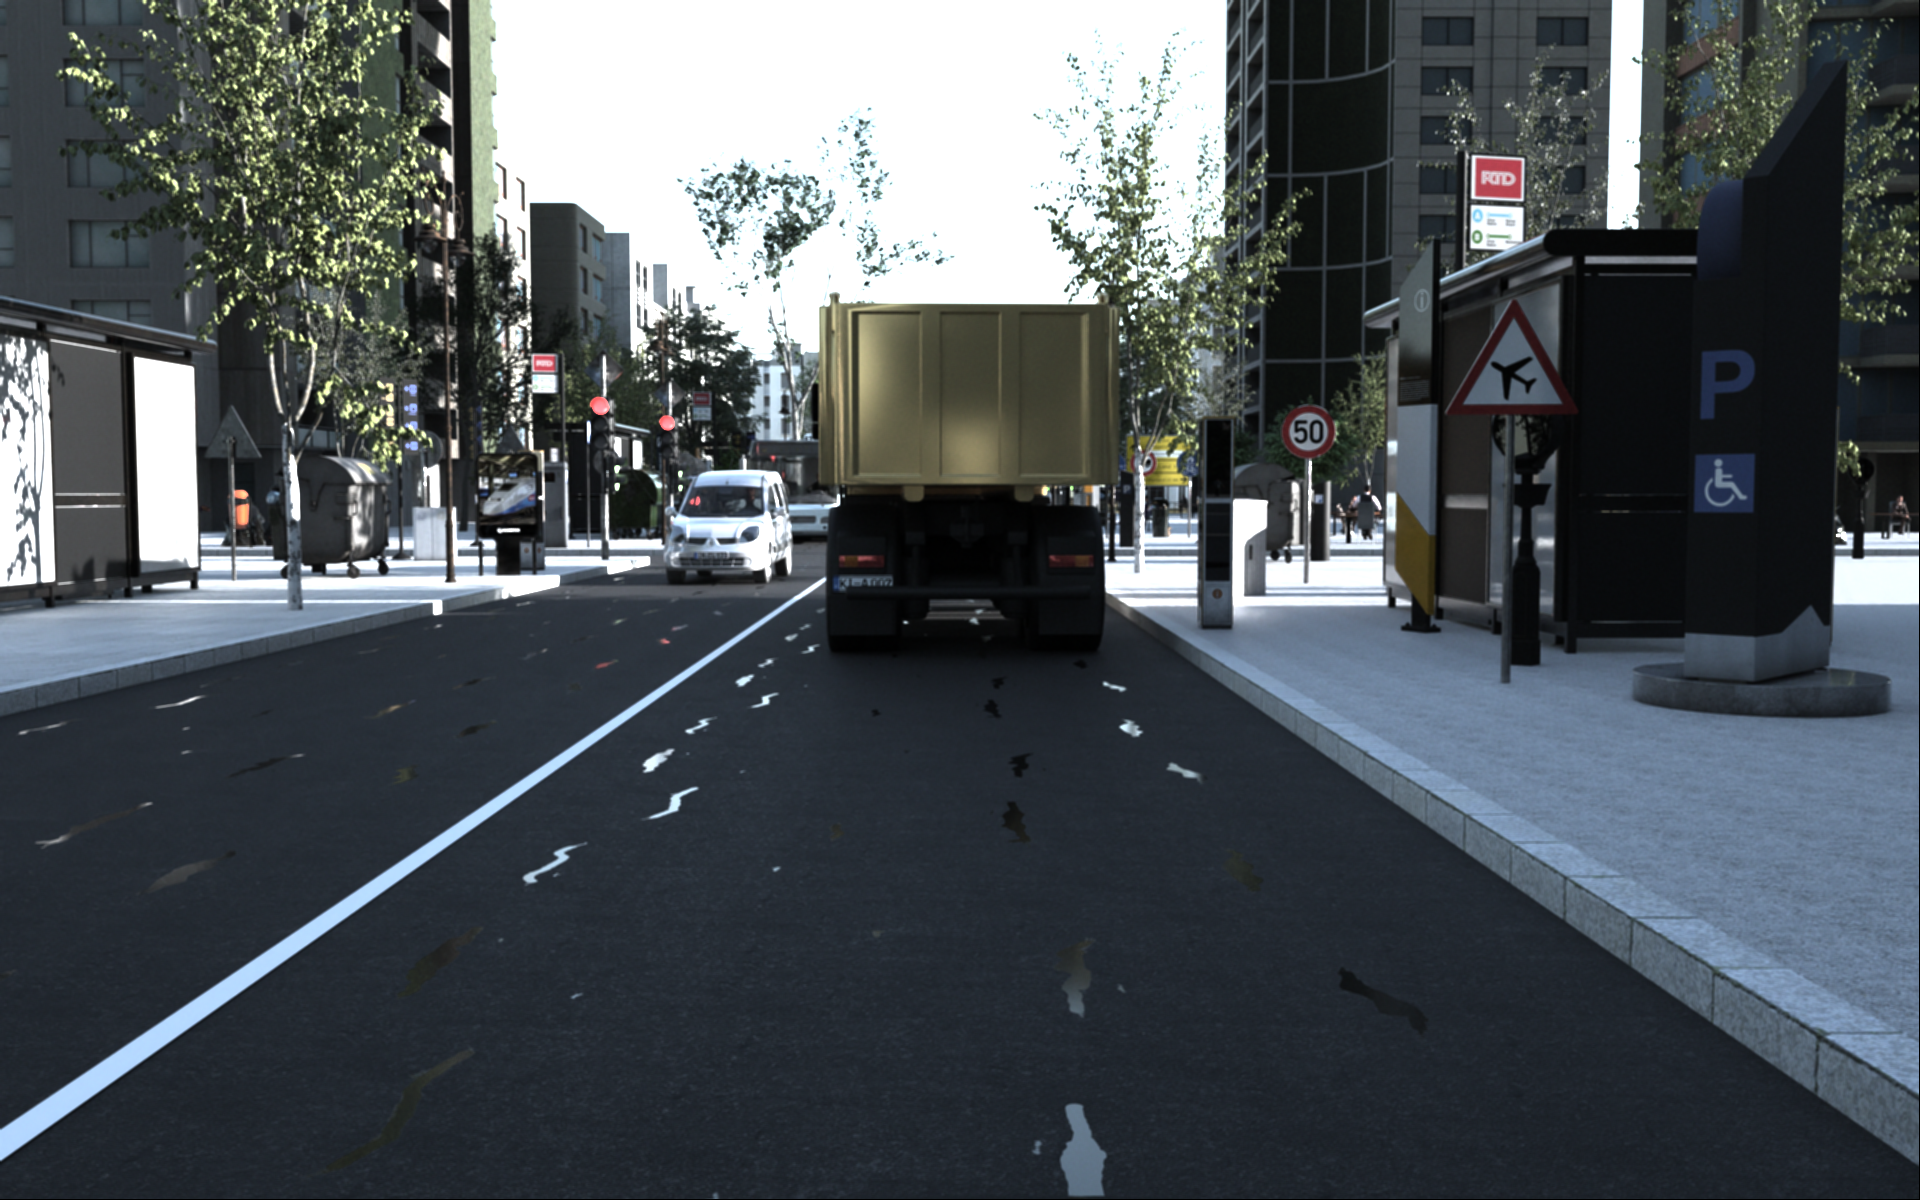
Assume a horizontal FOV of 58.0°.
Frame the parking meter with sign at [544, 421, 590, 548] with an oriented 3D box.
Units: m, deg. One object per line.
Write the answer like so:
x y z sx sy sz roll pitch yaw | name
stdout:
-9.697 -2.749 41.210 1.738 3.016 0.543 0 4 -6 | parking meter with sign

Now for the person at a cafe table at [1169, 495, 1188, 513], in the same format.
14.516 -6.419 115.813 1.726 1.238 1.698 -1 4 -9 | person at a cafe table

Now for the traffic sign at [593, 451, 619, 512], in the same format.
-9.703 -2.903 47.573 0.768 2.556 0.104 0 4 7 | traffic sign

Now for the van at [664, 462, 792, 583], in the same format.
-3.848 -1.353 29.141 2.013 2.044 4.112 0 4 2 | van

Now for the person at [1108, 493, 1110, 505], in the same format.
17.280 -11.650 198.963 1.348 1.826 0.705 -2 4 -25 | person

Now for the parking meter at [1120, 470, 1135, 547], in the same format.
4.077 -2.210 41.840 0.399 1.863 0.255 1 4 22 | parking meter

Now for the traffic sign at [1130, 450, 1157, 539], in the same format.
5.271 -3.044 49.869 0.768 2.556 0.104 0 4 3 | traffic sign

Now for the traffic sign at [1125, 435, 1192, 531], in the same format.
6.804 -4.005 59.351 2.265 3.308 0.079 0 4 3 | traffic sign

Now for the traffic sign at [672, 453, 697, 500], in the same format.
-8.515 -3.267 53.527 0.768 2.556 0.104 0 4 5 | traffic sign

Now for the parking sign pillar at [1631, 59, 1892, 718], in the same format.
4.903 -1.349 10.526 1.447 3.967 1.447 3 5 44 | parking sign pillar

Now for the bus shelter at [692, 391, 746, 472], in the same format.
-9.396 -5.681 70.523 2.179 5.291 8.768 0 4 0 | bus shelter

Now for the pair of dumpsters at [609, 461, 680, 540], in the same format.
-9.188 -2.915 50.156 1.574 2.255 4.437 0 4 -1 | pair of dumpsters

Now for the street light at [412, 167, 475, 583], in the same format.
-7.382 -3.189 24.925 0.468 5.910 1.993 0 4 0 | street light

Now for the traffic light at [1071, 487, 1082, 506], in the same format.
2.420 -2.747 33.836 0.839 4.253 0.868 0 4 0 | traffic light

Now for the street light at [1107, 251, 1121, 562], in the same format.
2.890 -3.671 32.806 0.468 5.910 1.993 0 4 0 | street light

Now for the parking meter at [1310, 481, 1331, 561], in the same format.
6.906 -1.515 33.176 0.372 1.533 0.369 0 3 0 | parking meter

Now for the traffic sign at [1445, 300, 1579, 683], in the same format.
3.704 -0.715 11.687 0.884 2.594 0.081 0 4 1 | traffic sign

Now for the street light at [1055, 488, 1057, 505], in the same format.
2.831 -4.782 50.969 0.468 5.910 1.993 0 4 0 | street light

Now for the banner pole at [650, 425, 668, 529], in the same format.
-10.961 -4.460 62.931 0.863 3.779 0.401 -2 4 -30 | banner pole

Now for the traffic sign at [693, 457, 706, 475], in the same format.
-9.186 -3.666 60.039 0.768 2.556 0.104 0 4 0 | traffic sign

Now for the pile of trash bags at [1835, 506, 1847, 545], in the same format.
20.701 -2.114 44.312 3.447 1.369 1.912 -1 4 -9 | pile of trash bags

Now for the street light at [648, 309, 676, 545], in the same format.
-7.428 -4.314 43.317 0.468 5.910 1.993 0 4 0 | street light

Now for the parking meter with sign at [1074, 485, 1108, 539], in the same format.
3.580 -3.244 49.303 1.738 3.016 0.543 -3 4 -38 | parking meter with sign

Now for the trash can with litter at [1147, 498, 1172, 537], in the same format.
5.972 -2.466 51.699 0.624 1.170 1.055 1 4 16 | trash can with litter

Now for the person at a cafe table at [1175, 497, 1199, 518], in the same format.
12.703 -5.151 92.733 1.622 1.524 1.698 -2 4 -32 | person at a cafe table

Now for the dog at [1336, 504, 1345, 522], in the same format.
17.743 -4.014 80.007 0.800 0.831 0.513 0 4 4 | dog

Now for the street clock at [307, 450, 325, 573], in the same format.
-10.503 -1.452 28.303 0.358 2.002 0.471 -1 4 -12 | street clock

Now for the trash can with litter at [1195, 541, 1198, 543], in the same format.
6.329 -1.914 42.676 1.055 1.170 0.624 1 4 21 | trash can with litter

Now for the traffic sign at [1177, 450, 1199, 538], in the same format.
6.686 -3.080 50.457 0.768 2.556 0.104 0 4 2 | traffic sign

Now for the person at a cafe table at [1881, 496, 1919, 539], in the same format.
27.136 -2.383 49.821 1.698 1.238 1.726 1 4 18 | person at a cafe table

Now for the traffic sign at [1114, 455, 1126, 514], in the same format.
4.776 -3.292 53.932 0.768 2.556 0.104 0 4 1 | traffic sign

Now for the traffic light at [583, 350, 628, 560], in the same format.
-6.921 -2.742 33.757 0.839 4.253 0.868 0 4 0 | traffic light

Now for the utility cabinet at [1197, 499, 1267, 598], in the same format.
3.411 -0.642 21.665 1.020 1.237 0.306 -3 5 -41 | utility cabinet

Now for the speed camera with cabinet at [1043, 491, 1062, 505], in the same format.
3.863 -5.463 83.663 2.038 3.252 0.660 1 4 11 | speed camera with cabinet

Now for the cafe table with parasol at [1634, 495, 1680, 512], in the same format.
45.119 -6.538 111.756 2.610 1.966 2.610 2 4 25 | cafe table with parasol

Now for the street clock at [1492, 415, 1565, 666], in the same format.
4.243 -0.514 12.981 0.471 2.002 0.358 3 5 39 | street clock

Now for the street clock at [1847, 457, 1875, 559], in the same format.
17.813 -1.818 34.298 0.471 2.002 0.358 1 4 21 | street clock

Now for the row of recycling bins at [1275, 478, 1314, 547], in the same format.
8.210 -2.232 43.609 1.069 1.692 3.534 2 4 25 | row of recycling bins

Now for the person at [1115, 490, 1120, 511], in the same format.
11.810 -7.564 130.155 0.683 1.767 0.568 1 4 12 | person

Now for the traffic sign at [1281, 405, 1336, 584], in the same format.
4.978 -1.510 24.796 0.768 2.556 0.104 1 4 8 | traffic sign

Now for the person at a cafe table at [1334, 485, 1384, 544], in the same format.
10.577 -2.223 44.868 1.698 1.524 1.622 1 4 17 | person at a cafe table

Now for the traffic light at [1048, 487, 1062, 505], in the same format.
2.366 -3.235 41.821 0.839 4.253 0.868 0 4 0 | traffic light

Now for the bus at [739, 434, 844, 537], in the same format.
-4.927 -3.667 54.818 2.948 3.499 13.247 0 4 -2 | bus

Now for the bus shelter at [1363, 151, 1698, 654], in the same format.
5.650 -2.471 18.036 2.179 5.291 8.768 0 4 0 | bus shelter

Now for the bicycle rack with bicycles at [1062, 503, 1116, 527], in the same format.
4.702 -3.327 67.783 2.852 0.926 2.925 2 4 32 | bicycle rack with bicycles

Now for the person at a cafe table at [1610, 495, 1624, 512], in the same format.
37.773 -5.386 98.919 1.698 1.238 1.726 1 4 16 | person at a cafe table

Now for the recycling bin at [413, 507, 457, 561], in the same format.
-10.130 -1.277 33.433 0.722 1.027 0.722 0 4 -7 | recycling bin

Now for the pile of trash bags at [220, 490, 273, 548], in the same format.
-17.222 -2.004 42.512 1.912 1.369 3.447 0 4 -6 | pile of trash bags

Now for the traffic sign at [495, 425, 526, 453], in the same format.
-8.473 -2.000 32.699 0.884 2.594 0.081 0 4 3 | traffic sign

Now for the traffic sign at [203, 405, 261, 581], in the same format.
-10.684 -1.555 25.422 0.884 2.594 0.081 0 4 6 | traffic sign

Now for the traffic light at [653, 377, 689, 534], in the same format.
-6.975 -3.231 41.742 0.839 4.253 0.868 0 4 0 | traffic light

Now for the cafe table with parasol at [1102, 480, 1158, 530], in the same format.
6.115 -3.523 62.471 2.610 1.966 2.610 -2 4 -31 | cafe table with parasol

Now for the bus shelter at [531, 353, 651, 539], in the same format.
-11.139 -4.555 52.101 2.179 5.291 8.768 0 4 0 | bus shelter

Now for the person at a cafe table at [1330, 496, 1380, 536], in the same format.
12.050 -2.597 53.317 1.698 1.238 1.726 2 4 25 | person at a cafe table

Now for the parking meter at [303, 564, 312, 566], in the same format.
-11.541 -1.376 30.912 0.372 1.533 0.369 0 3 0 | parking meter

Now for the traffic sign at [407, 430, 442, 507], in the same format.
-10.726 -2.114 34.671 0.768 2.556 0.104 1 4 9 | traffic sign

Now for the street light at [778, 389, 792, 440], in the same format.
-7.679 -6.321 76.142 0.468 5.910 1.993 0 4 0 | street light

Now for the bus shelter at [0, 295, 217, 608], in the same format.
-11.028 -2.526 18.933 2.179 5.291 8.768 0 4 -1 | bus shelter
